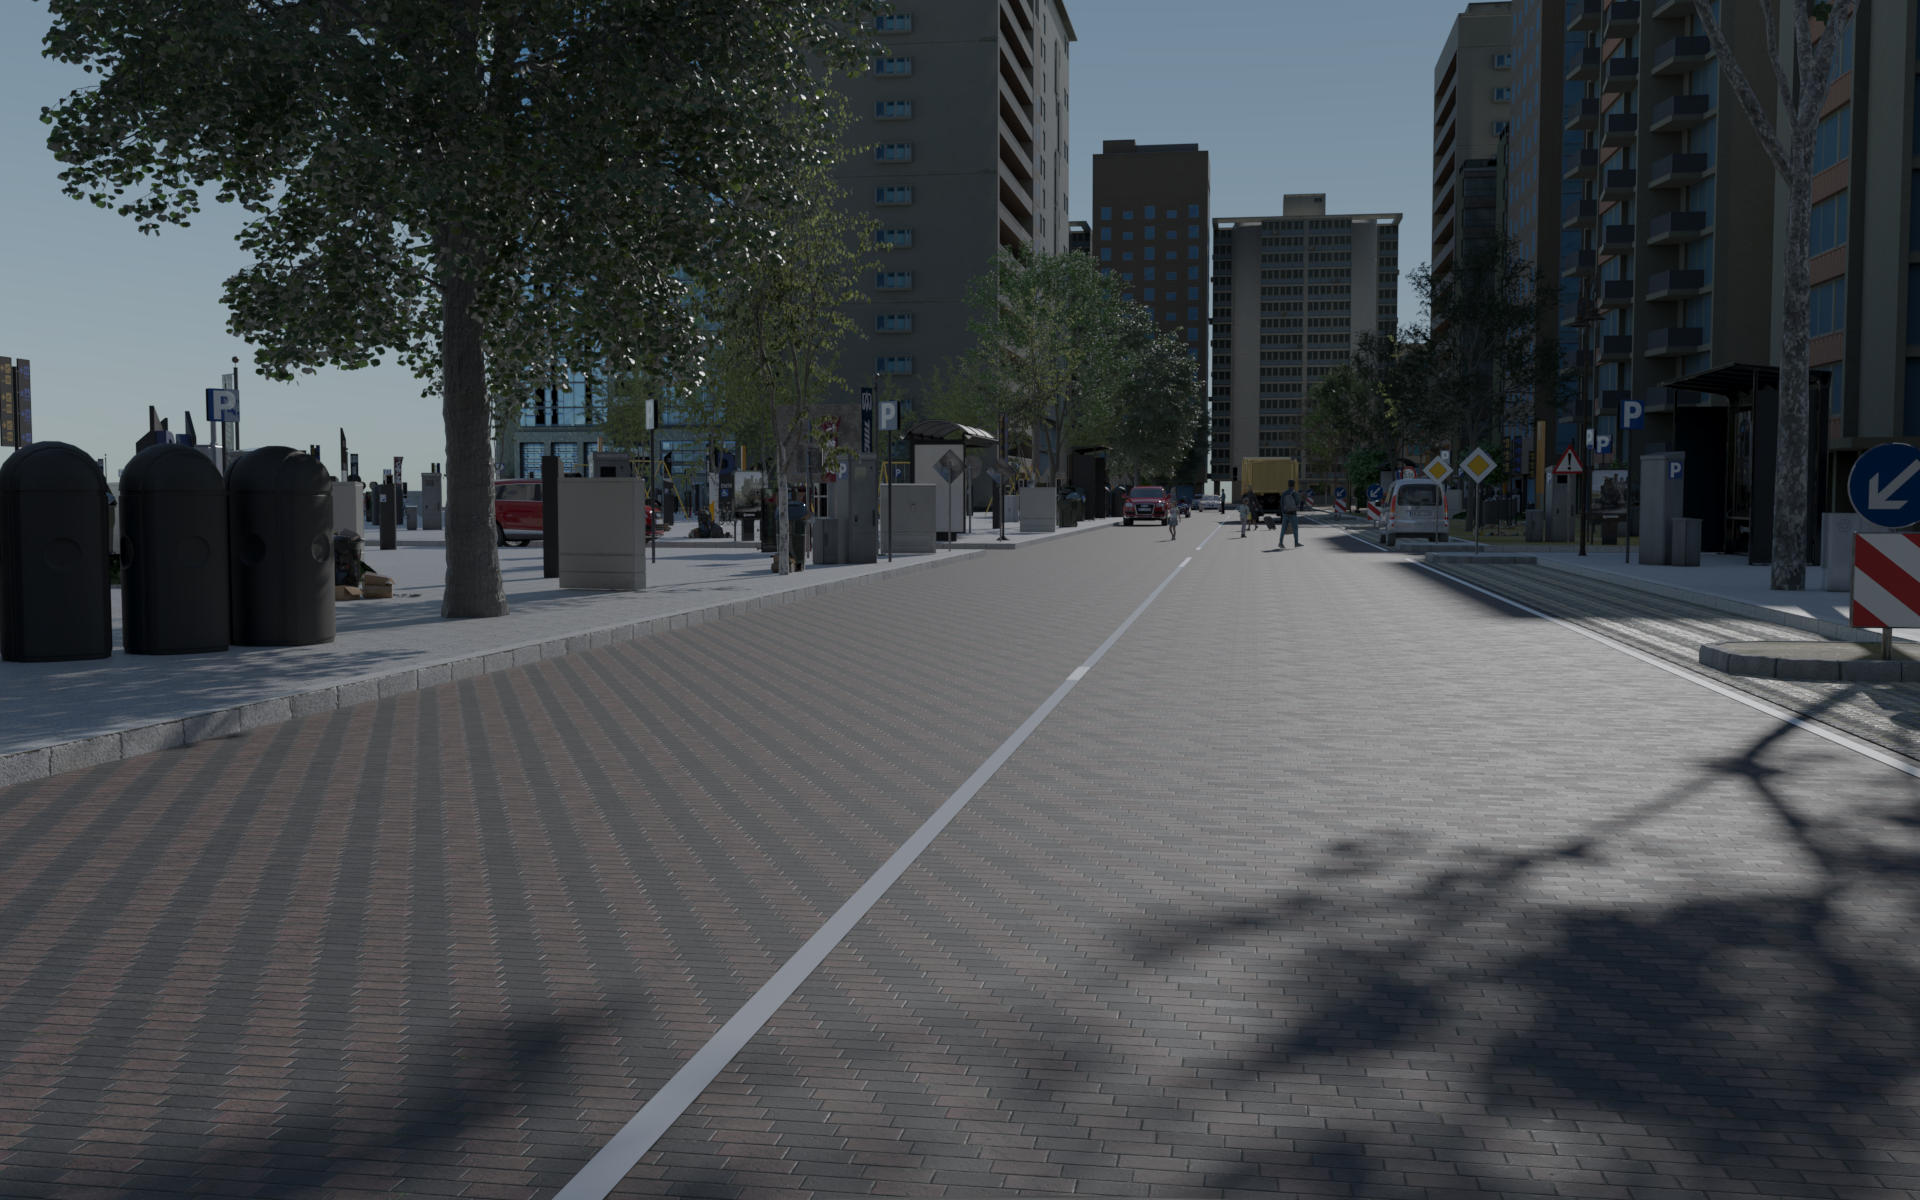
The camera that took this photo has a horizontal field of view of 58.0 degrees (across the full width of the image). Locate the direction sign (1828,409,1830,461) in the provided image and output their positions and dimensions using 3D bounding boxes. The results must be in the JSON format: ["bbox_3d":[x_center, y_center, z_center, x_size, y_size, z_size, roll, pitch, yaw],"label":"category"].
[{"bbox_3d":[23.189,-3.326,46.379,0.379,3.537,0.876,1,4,22],"label":"direction sign"}]

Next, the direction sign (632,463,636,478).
[{"bbox_3d":[-23.644,-8.177,125.687,0.379,3.537,0.876,-2,4,-26],"label":"direction sign"}]

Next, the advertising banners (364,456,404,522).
[{"bbox_3d":[-26.540,-5.117,79.848,0.090,3.025,2.074,3,5,40],"label":"advertising banners"}]

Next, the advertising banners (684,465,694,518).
[{"bbox_3d":[-14.482,-5.908,92.776,0.090,3.025,2.074,0,4,5],"label":"advertising banners"}]

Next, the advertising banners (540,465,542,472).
[{"bbox_3d":[-23.955,-6.540,103.113,2.074,3.025,0.090,0,4,4],"label":"advertising banners"}]

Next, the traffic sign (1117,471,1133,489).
[{"bbox_3d":[9.270,-5.960,97.444,0.884,2.594,0.081,1,4,16],"label":"traffic sign"}]

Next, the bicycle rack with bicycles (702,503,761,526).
[{"bbox_3d":[-9.402,-3.558,71.558,2.852,0.926,2.925,-1,4,-17],"label":"bicycle rack with bicycles"}]

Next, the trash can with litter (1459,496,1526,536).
[{"bbox_3d":[16.618,-2.567,53.027,2.233,1.210,1.678,2,4,30],"label":"trash can with litter"}]

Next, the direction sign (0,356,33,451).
[{"bbox_3d":[-15.697,-2.254,28.843,0.379,3.537,0.876,0,4,2],"label":"direction sign"}]

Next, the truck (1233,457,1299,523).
[{"bbox_3d":[16.031,-5.767,90.218,3.469,3.379,9.791,0,4,8],"label":"truck"}]

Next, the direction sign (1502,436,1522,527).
[{"bbox_3d":[21.479,-4.615,67.446,0.379,3.537,0.876,-2,4,-35],"label":"direction sign"}]

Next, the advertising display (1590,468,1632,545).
[{"bbox_3d":[16.407,-2.353,43.690,0.974,1.923,0.123,2,4,25],"label":"advertising display"}]

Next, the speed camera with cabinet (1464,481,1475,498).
[{"bbox_3d":[32.407,-7.225,112.458,2.038,3.252,0.660,1,4,12],"label":"speed camera with cabinet"}]

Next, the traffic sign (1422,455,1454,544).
[{"bbox_3d":[12.280,-2.503,44.563,0.795,2.450,0.064,1,4,9],"label":"traffic sign"}]

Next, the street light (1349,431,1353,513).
[{"bbox_3d":[26.574,-8.867,117.763,0.468,5.910,1.993,1,4,9],"label":"street light"}]

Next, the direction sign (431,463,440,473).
[{"bbox_3d":[-37.939,-8.160,125.420,0.379,3.537,0.876,2,4,27],"label":"direction sign"}]

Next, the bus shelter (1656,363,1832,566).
[{"bbox_3d":[15.178,-2.606,33.894,1.731,3.624,6.357,1,4,10],"label":"bus shelter"}]

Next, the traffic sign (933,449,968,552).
[{"bbox_3d":[-0.226,-2.137,38.577,0.795,2.450,0.064,1,4,9],"label":"traffic sign"}]

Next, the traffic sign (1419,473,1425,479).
[{"bbox_3d":[26.654,-6.094,99.636,0.884,2.594,0.081,1,4,18],"label":"traffic sign"}]

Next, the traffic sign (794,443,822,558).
[{"bbox_3d":[-3.032,-1.983,34.555,0.606,2.300,0.079,1,4,16],"label":"traffic sign"}]

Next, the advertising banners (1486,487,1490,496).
[{"bbox_3d":[31.861,-6.655,104.999,0.090,3.025,2.074,0,4,0],"label":"advertising banners"}]

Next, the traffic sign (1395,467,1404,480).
[{"bbox_3d":[20.768,-4.955,81.127,0.768,2.556,0.104,1,4,15],"label":"traffic sign"}]

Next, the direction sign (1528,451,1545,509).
[{"bbox_3d":[30.066,-6.018,90.398,0.379,3.537,0.876,-3,5,-44],"label":"direction sign"}]

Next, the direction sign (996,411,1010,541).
[{"bbox_3d":[1.196,-3.417,47.868,0.379,3.537,0.876,1,4,17],"label":"direction sign"}]

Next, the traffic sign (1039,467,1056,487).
[{"bbox_3d":[4.143,-5.009,81.908,0.884,2.594,0.081,1,4,17],"label":"traffic sign"}]

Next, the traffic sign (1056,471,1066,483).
[{"bbox_3d":[5.615,-5.964,97.614,0.768,2.556,0.104,1,4,15],"label":"traffic sign"}]

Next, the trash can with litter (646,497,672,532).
[{"bbox_3d":[-10.338,-2.915,59.054,0.624,1.170,1.055,2,4,25],"label":"trash can with litter"}]

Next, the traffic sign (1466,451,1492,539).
[{"bbox_3d":[14.919,-3.045,49.890,0.768,2.556,0.104,1,4,16],"label":"traffic sign"}]

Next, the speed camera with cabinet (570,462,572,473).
[{"bbox_3d":[-24.287,-6.835,106.082,0.660,3.252,2.038,-3,4,-38],"label":"speed camera with cabinet"}]

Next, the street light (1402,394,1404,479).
[{"bbox_3d":[19.903,-6.425,77.839,0.468,5.910,1.993,1,4,9],"label":"street light"}]

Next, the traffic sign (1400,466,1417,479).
[{"bbox_3d":[20.670,-4.881,79.910,0.768,2.556,0.104,1,4,13],"label":"traffic sign"}]

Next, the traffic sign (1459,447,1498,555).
[{"bbox_3d":[10.959,-2.021,36.687,0.795,2.450,0.064,1,4,9],"label":"traffic sign"}]

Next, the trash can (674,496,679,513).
[{"bbox_3d":[-19.875,-6.650,120.379,0.748,1.137,0.748,0,3,0],"label":"trash can"}]

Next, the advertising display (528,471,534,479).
[{"bbox_3d":[-12.130,-2.680,49.038,0.123,1.923,0.974,-1,4,-16],"label":"advertising display"}]

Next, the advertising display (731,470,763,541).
[{"bbox_3d":[-5.798,-2.574,47.294,0.974,1.923,0.123,-3,5,-42],"label":"advertising display"}]

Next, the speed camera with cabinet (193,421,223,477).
[{"bbox_3d":[-14.061,-2.373,33.132,0.660,3.252,2.038,0,4,7],"label":"speed camera with cabinet"}]

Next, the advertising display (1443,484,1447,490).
[{"bbox_3d":[30.603,-6.445,110.588,0.974,1.923,0.123,3,5,41],"label":"advertising display"}]

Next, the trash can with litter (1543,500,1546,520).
[{"bbox_3d":[29.071,-4.564,86.003,0.624,1.170,1.055,-2,4,-29],"label":"trash can with litter"}]

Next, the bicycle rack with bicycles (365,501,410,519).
[{"bbox_3d":[-29.186,-4.582,88.293,2.852,0.926,2.925,0,4,4],"label":"bicycle rack with bicycles"}]

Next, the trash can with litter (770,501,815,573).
[{"bbox_3d":[-2.778,-1.050,28.560,0.624,1.170,1.055,0,4,6],"label":"trash can with litter"}]

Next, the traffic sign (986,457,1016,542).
[{"bbox_3d":[1.095,-2.618,46.453,0.795,2.450,0.064,1,4,9],"label":"traffic sign"}]

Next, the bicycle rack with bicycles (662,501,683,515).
[{"bbox_3d":[-18.438,-5.808,108.339,2.852,0.926,2.925,-1,4,-14],"label":"bicycle rack with bicycles"}]

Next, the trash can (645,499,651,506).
[{"bbox_3d":[-8.979,-2.240,48.278,0.748,1.137,0.748,0,3,0],"label":"trash can"}]

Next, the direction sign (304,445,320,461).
[{"bbox_3d":[-29.606,-5.359,79.611,0.379,3.537,0.876,0,4,7],"label":"direction sign"}]

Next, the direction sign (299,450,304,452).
[{"bbox_3d":[-33.567,-5.952,89.312,0.876,3.537,0.379,-2,4,-23],"label":"direction sign"}]

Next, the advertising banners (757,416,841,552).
[{"bbox_3d":[-3.553,-2.587,38.478,2.074,3.025,0.090,-2,4,-31],"label":"advertising banners"}]

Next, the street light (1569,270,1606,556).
[{"bbox_3d":[12.945,-3.857,35.842,0.468,5.910,1.993,1,4,9],"label":"street light"}]

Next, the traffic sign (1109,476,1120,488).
[{"bbox_3d":[10.706,-7.333,120.003,0.768,2.556,0.104,1,4,12],"label":"traffic sign"}]

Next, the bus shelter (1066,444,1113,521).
[{"bbox_3d":[6.405,-5.740,85.136,1.731,3.624,6.357,1,4,10],"label":"bus shelter"}]

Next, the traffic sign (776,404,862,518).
[{"bbox_3d":[-3.125,-2.784,39.390,2.265,3.308,0.079,1,4,17],"label":"traffic sign"}]

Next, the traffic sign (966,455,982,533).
[{"bbox_3d":[0.329,-3.479,56.987,0.768,2.556,0.104,1,4,19],"label":"traffic sign"}]

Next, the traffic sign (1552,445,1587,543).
[{"bbox_3d":[15.976,-2.780,45.451,0.884,2.594,0.081,1,4,15],"label":"traffic sign"}]

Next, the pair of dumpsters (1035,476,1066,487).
[{"bbox_3d":[4.704,-5.358,90.099,1.574,2.255,4.437,1,4,10],"label":"pair of dumpsters"}]

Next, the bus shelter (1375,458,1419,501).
[{"bbox_3d":[24.939,-6.423,98.946,2.014,3.302,5.546,1,4,10],"label":"bus shelter"}]
